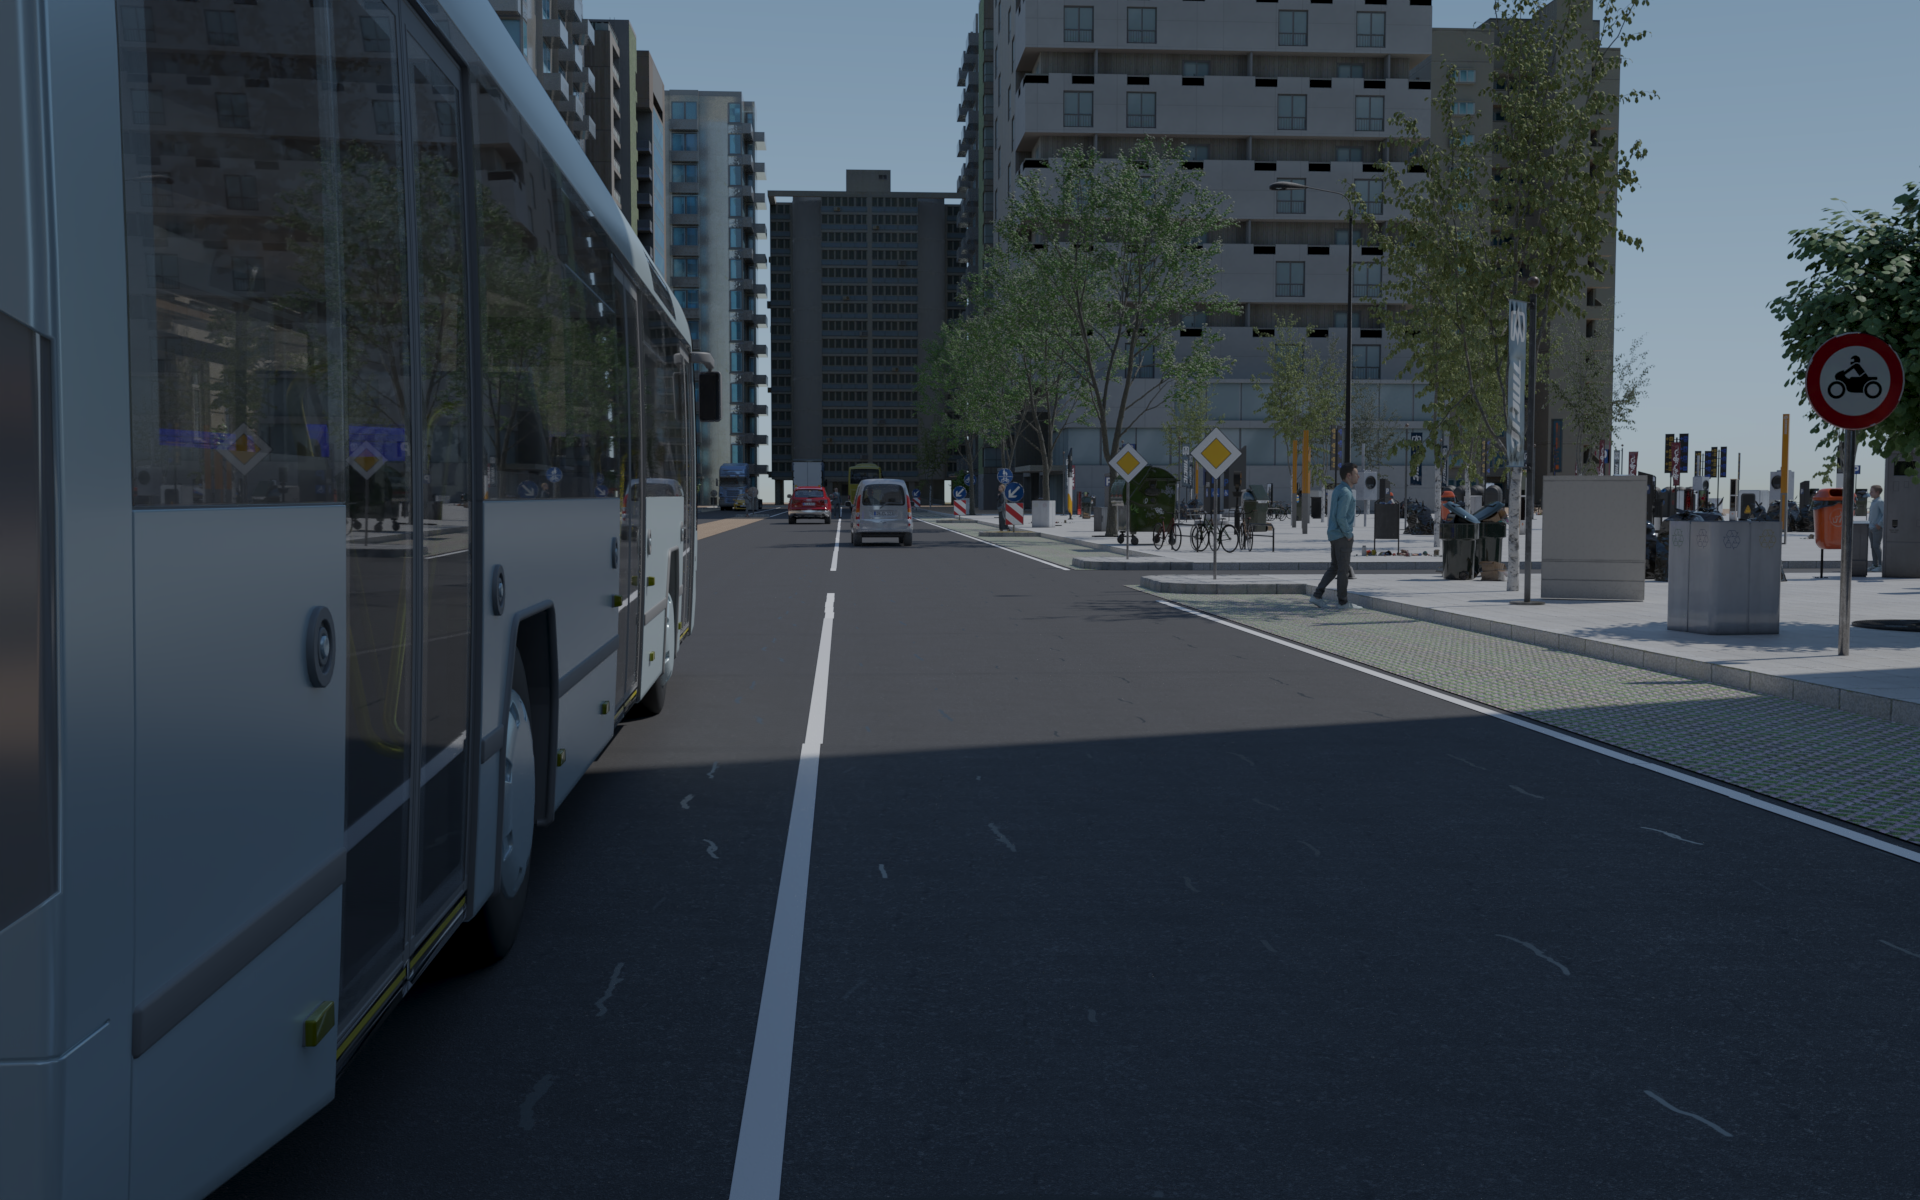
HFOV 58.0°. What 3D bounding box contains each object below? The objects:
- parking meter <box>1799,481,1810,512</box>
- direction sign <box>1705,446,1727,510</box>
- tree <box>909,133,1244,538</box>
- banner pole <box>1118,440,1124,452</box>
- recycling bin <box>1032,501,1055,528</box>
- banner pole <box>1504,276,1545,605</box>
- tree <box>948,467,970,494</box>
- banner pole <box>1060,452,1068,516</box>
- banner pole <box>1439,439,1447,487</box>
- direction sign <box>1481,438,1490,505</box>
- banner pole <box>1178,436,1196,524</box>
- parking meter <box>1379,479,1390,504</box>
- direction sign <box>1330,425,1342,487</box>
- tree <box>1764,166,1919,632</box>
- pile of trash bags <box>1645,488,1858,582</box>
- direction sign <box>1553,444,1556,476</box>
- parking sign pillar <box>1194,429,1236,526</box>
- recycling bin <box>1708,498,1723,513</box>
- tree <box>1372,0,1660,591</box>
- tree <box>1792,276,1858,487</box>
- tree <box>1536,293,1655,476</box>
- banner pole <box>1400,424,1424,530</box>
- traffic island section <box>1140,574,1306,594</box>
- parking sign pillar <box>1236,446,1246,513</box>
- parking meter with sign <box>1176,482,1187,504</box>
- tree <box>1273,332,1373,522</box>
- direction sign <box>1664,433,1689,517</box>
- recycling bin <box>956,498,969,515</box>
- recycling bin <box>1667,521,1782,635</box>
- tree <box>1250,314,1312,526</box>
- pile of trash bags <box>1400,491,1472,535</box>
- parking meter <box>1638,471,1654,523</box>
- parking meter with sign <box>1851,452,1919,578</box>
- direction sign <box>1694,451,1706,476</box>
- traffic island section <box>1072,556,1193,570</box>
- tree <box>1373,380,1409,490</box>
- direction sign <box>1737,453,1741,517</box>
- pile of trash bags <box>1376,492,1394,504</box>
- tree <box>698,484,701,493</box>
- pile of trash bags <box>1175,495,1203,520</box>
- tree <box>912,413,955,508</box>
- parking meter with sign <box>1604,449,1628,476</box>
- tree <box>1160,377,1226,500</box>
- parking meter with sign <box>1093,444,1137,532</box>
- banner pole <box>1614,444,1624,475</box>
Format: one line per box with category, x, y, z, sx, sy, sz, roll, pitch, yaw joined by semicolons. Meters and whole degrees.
parking meter;36.530;-4.235;74.945;0.255;1.863;0.399;0;4;-7
direction sign;36.152;-5.540;82.582;0.379;3.537;0.876;-2;4;-27
tree;4.472;-7.672;51.190;9.928;11.665;9.643;0;3;0
banner pole;7.530;-5.574;81.145;0.401;3.779;0.863;-1;4;-14
recycling bin;3.205;-3.292;66.377;0.722;1.027;0.722;2;4;24
banner pole;6.441;-1.825;19.859;0.401;3.779;0.863;3;5;42
tree;0.191;-8.202;128.707;1.663;3.219;1.824;0;3;0
banner pole;6.302;-6.882;102.543;0.863;3.779;0.401;-3;5;-40
banner pole;21.843;-5.405;78.387;0.401;3.779;0.863;-1;4;-12
direction sign;21.268;-4.779;70.132;0.379;3.537;0.876;3;4;38
banner pole;9.706;-5.219;75.351;0.863;3.779;0.401;-3;4;-36
parking meter;16.236;-3.701;66.215;0.399;1.863;0.255;-3;5;-41
direction sign;12.383;-3.979;57.060;0.379;3.537;0.876;2;4;35
tree;9.434;-2.007;16.527;4.285;4.588;4.351;0;3;0
pile of trash bags;11.745;-0.998;26.077;3.447;1.369;1.912;0;4;-3
direction sign;27.185;-5.338;79.266;0.379;3.537;0.876;1;4;13
parking sign pillar;10.355;-5.059;71.179;1.447;3.967;1.447;0;4;-4
recycling bin;46.951;-5.819;107.699;0.722;1.027;0.722;3;5;41
tree;7.290;-4.437;22.901;4.737;8.622;4.395;0;3;0
tree;28.355;-6.387;54.796;4.737;8.622;4.395;0;3;0
tree;23.206;-6.943;63.884;4.360;8.622;3.978;0;3;0
banner pole;16.098;-4.383;61.681;0.863;3.779;0.401;-1;4;-15
traffic island section;3.841;-0.227;25.994;2.009;0.180;2.903;0;4;-4
parking sign pillar;15.237;-6.575;95.980;1.447;3.967;1.447;-2;4;-33
parking meter with sign;11.719;-6.088;95.792;1.738;3.016;0.543;1;4;16
tree;16.176;-7.815;78.143;4.360;8.622;3.978;0;3;0
direction sign;26.791;-4.454;64.820;0.379;3.537;0.876;-3;5;-44
recycling bin;0.204;-5.714;105.975;0.722;1.027;0.722;-1;4;-16
recycling bin;7.099;-0.217;16.100;0.722;1.027;0.722;-1;4;-12
tree;13.592;-7.324;70.110;4.737;8.622;4.395;0;3;0
pile of trash bags;15.021;-2.715;54.145;1.912;1.369;3.447;0;4;6
parking meter;17.270;-2.319;43.627;0.399;1.863;0.255;1;4;23
parking meter with sign;14.525;-1.851;26.527;1.738;3.016;0.543;2;4;27
direction sign;38.810;-6.028;90.552;0.876;3.537;0.379;0;4;-3
traffic island section;3.303;-0.714;33.961;2.009;0.180;2.903;0;4;-4
tree;25.599;-9.639;107.957;4.360;8.622;3.978;0;3;0
direction sign;42.717;-6.301;95.015;0.379;3.537;0.876;2;4;30
pile of trash bags;23.110;-5.043;92.204;1.912;1.369;3.447;0;4;2
tree;-27.776;-11.408;181.120;1.663;3.219;1.824;0;3;0
pile of trash bags;11.458;-4.668;86.079;1.912;1.369;3.447;-3;5;-41
tree;-2.609;-12.595;156.282;4.737;8.622;4.395;0;3;0
parking meter with sign;25.908;-4.364;67.605;1.738;3.016;0.543;-1;4;-10
tree;13.767;-9.350;103.239;4.737;8.622;4.395;0;3;0
parking meter with sign;5.300;-3.869;59.511;0.543;3.016;1.738;3;5;45
banner pole;32.967;-5.914;86.706;0.863;3.779;0.401;-2;4;-30
